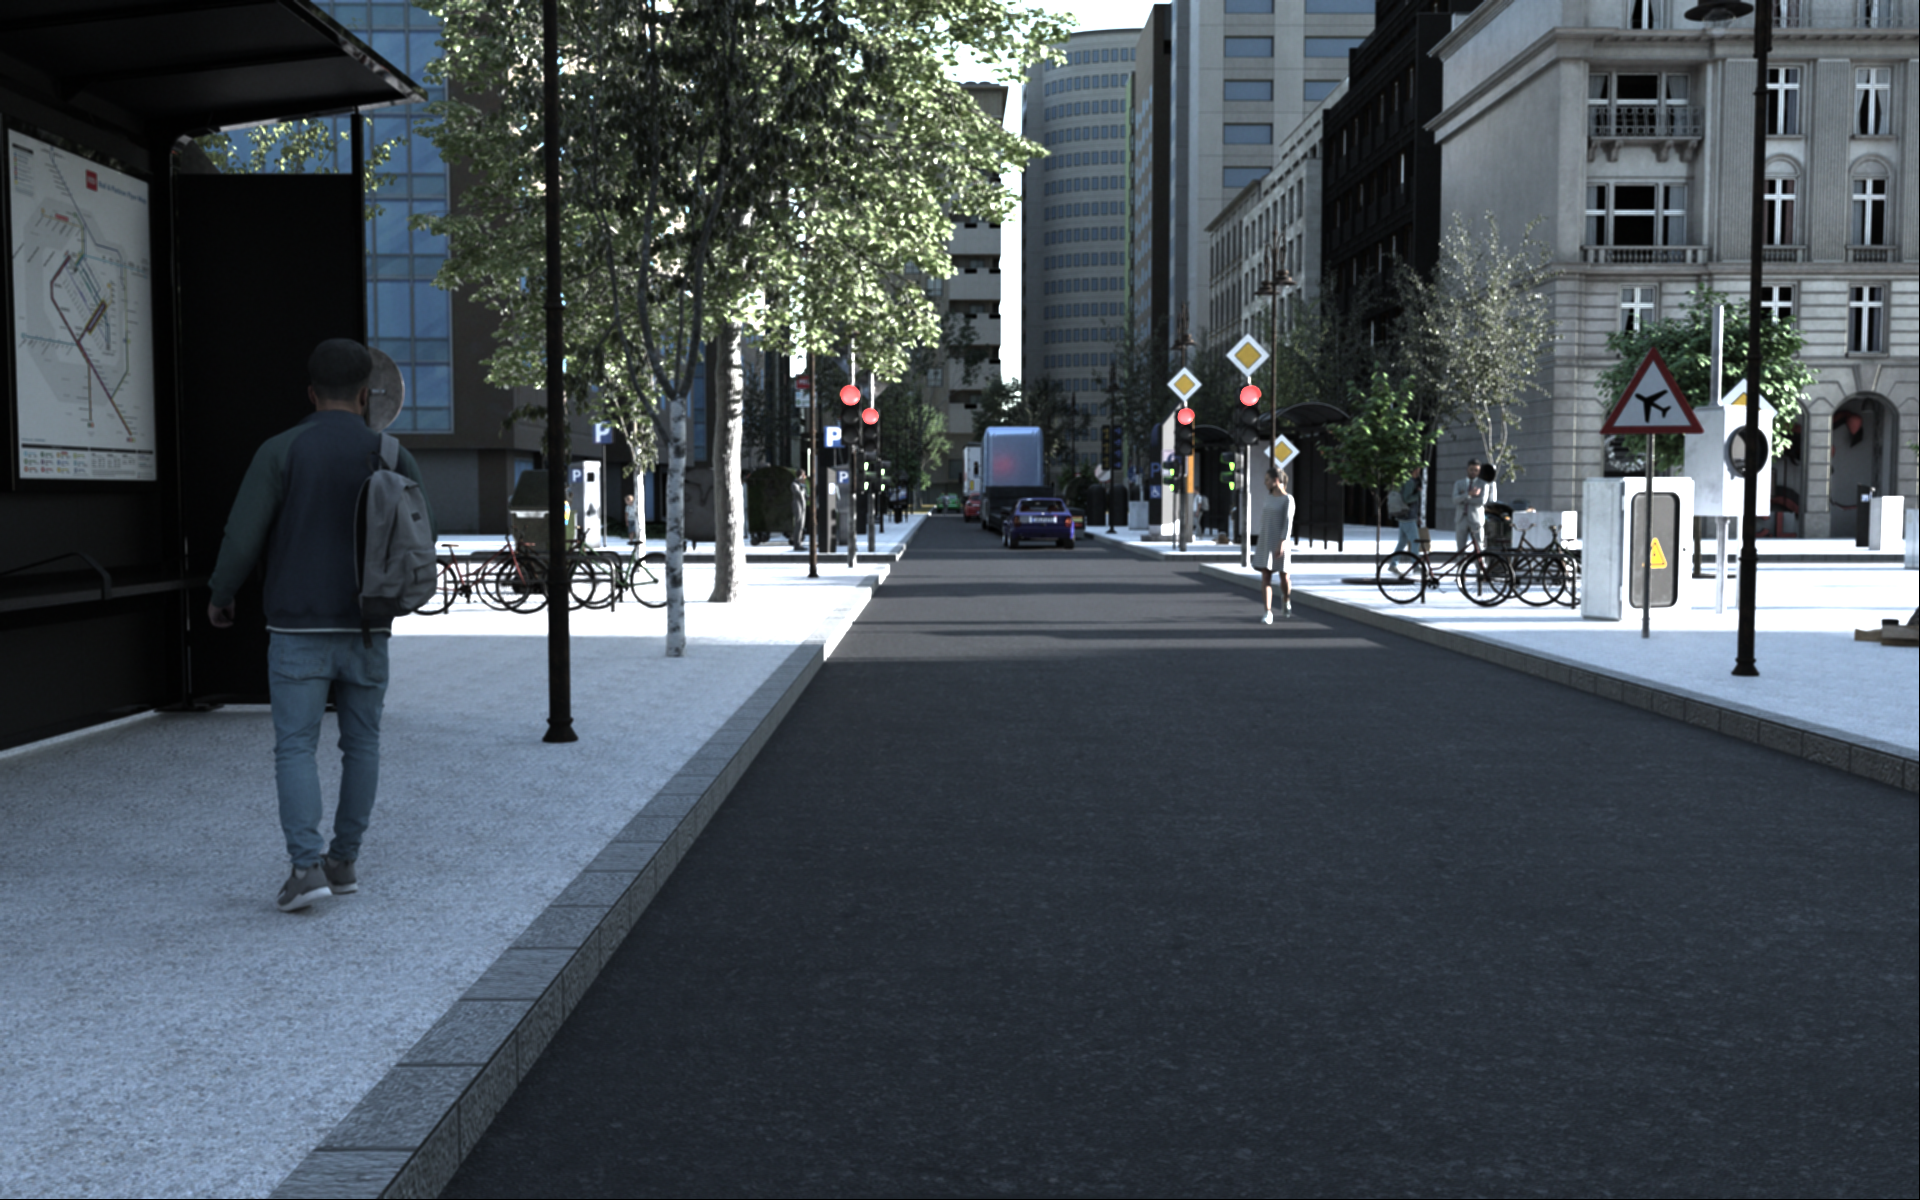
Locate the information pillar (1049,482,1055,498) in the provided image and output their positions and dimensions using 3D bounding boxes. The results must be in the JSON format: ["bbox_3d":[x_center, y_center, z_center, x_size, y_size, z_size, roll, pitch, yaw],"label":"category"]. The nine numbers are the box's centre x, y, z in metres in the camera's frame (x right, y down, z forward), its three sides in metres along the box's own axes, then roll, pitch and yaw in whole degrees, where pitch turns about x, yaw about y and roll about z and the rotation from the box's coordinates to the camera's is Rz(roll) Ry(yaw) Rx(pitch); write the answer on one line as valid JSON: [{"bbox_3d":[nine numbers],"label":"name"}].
[{"bbox_3d":[5.413,-5.950,101.777,0.304,2.012,0.304,0,4,-8],"label":"information pillar"}]

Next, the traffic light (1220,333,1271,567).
[{"bbox_3d":[4.989,-2.530,30.282,0.839,4.253,0.868,0,4,0],"label":"traffic light"}]

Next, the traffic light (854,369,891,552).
[{"bbox_3d":[-1.939,-3.014,38.193,0.839,4.253,0.868,0,4,0],"label":"traffic light"}]

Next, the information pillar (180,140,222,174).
[{"bbox_3d":[-4.703,-1.183,10.690,0.183,3.616,0.504,2,4,28],"label":"information pillar"}]

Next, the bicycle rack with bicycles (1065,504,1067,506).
[{"bbox_3d":[6.683,-5.917,110.126,2.925,0.926,2.852,1,4,9],"label":"bicycle rack with bicycles"}]

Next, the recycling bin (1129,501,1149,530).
[{"bbox_3d":[6.438,-3.027,62.039,0.722,1.027,0.722,1,4,11],"label":"recycling bin"}]

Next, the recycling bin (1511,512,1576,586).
[{"bbox_3d":[8.319,-0.742,24.683,0.722,1.027,0.722,2,4,34],"label":"recycling bin"}]

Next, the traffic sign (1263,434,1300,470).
[{"bbox_3d":[7.006,-2.320,37.663,0.795,2.593,0.064,1,4,9],"label":"traffic sign"}]

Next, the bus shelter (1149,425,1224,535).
[{"bbox_3d":[7.140,-3.638,53.408,2.014,3.302,5.546,0,4,0],"label":"bus shelter"}]

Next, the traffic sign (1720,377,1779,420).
[{"bbox_3d":[8.857,-1.215,19.592,0.795,2.593,0.064,0,4,2],"label":"traffic sign"}]

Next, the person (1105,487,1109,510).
[{"bbox_3d":[11.570,-8.052,137.771,0.705,1.814,1.350,3,5,43],"label":"person"}]

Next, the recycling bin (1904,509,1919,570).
[{"bbox_3d":[16.551,-1.028,29.368,0.722,1.027,0.722,0,4,3],"label":"recycling bin"}]

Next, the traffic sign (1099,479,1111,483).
[{"bbox_3d":[6.818,-4.991,81.711,0.768,2.556,0.104,0,4,5],"label":"traffic sign"}]

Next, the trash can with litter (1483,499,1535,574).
[{"bbox_3d":[8.847,-1.010,27.906,1.055,1.170,0.624,-2,4,-33],"label":"trash can with litter"}]

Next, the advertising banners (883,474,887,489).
[{"bbox_3d":[-4.580,-5.874,92.221,2.074,3.025,0.090,2,4,35],"label":"advertising banners"}]

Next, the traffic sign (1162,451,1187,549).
[{"bbox_3d":[4.960,-2.319,40.048,0.606,2.300,0.079,0,4,5],"label":"traffic sign"}]

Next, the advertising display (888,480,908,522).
[{"bbox_3d":[-2.815,-4.506,78.891,0.974,1.923,0.123,2,4,25],"label":"advertising display"}]

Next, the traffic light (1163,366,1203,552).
[{"bbox_3d":[4.921,-3.018,38.267,0.839,4.253,0.868,0,4,0],"label":"traffic light"}]

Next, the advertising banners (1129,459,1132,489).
[{"bbox_3d":[8.542,-5.452,85.325,0.090,3.025,2.074,0,4,-5],"label":"advertising banners"}]

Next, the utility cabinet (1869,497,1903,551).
[{"bbox_3d":[21.043,-1.726,39.381,1.020,1.237,0.306,-3,4,-38],"label":"utility cabinet"}]

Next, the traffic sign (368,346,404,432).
[{"bbox_3d":[-5.131,-0.902,14.854,0.768,2.556,0.104,1,4,9],"label":"traffic sign"}]

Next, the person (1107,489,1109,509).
[{"bbox_3d":[13.092,-8.875,151.883,0.721,1.736,1.217,2,4,34],"label":"person"}]

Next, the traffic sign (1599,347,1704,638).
[{"bbox_3d":[6.118,-0.940,15.381,0.884,2.594,0.081,0,4,7],"label":"traffic sign"}]

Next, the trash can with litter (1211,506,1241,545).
[{"bbox_3d":[6.968,-1.996,44.027,1.055,1.170,0.624,-1,4,-10],"label":"trash can with litter"}]

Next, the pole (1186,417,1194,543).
[{"bbox_3d":[5.986,-3.138,45.144,0.158,3.312,0.155,0,3,0],"label":"pole"}]

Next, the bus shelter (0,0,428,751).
[{"bbox_3d":[-3.945,-0.971,7.164,1.731,3.624,6.357,0,4,-1],"label":"bus shelter"}]

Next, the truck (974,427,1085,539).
[{"bbox_3d":[2.365,-4.509,63.483,2.967,4.110,18.799,0,4,-2],"label":"truck"}]

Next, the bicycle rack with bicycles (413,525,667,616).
[{"bbox_3d":[-4.586,-0.369,19.413,2.925,0.926,2.852,0,4,-7],"label":"bicycle rack with bicycles"}]

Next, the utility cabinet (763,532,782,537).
[{"bbox_3d":[-5.603,-2.611,51.370,0.318,1.500,1.173,1,4,9],"label":"utility cabinet"}]

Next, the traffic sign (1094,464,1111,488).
[{"bbox_3d":[5.990,-4.412,72.249,0.768,2.556,0.104,0,4,7],"label":"traffic sign"}]

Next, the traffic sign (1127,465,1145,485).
[{"bbox_3d":[7.754,-4.669,76.446,0.768,2.556,0.104,0,4,4],"label":"traffic sign"}]

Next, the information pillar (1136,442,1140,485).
[{"bbox_3d":[7.539,-5.013,73.309,0.183,3.616,0.504,1,4,16],"label":"information pillar"}]

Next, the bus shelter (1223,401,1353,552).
[{"bbox_3d":[7.691,-2.858,40.660,2.014,3.302,5.546,0,4,0],"label":"bus shelter"}]

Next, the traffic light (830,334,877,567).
[{"bbox_3d":[-1.872,-2.525,30.208,0.839,4.253,0.868,0,4,0],"label":"traffic light"}]

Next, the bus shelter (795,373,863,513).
[{"bbox_3d":[-4.417,-5.056,60.292,2.179,5.291,8.768,0,4,0],"label":"bus shelter"}]

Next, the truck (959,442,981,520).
[{"bbox_3d":[1.457,-6.777,99.718,2.839,4.237,11.283,0,4,-1],"label":"truck"}]

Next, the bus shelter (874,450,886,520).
[{"bbox_3d":[-4.784,-6.493,83.798,2.179,5.291,8.768,0,4,0],"label":"bus shelter"}]

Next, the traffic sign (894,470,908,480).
[{"bbox_3d":[-3.117,-5.588,91.468,0.768,2.556,0.104,0,4,8],"label":"traffic sign"}]

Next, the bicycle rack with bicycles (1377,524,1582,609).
[{"bbox_3d":[6.717,-0.421,20.273,2.925,0.926,2.852,3,5,39],"label":"bicycle rack with bicycles"}]

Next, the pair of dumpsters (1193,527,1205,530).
[{"bbox_3d":[7.846,-3.637,61.950,1.574,2.255,4.437,0,4,0],"label":"pair of dumpsters"}]

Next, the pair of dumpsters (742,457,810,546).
[{"bbox_3d":[-4.684,-2.579,44.660,1.574,2.255,4.437,0,4,0],"label":"pair of dumpsters"}]
